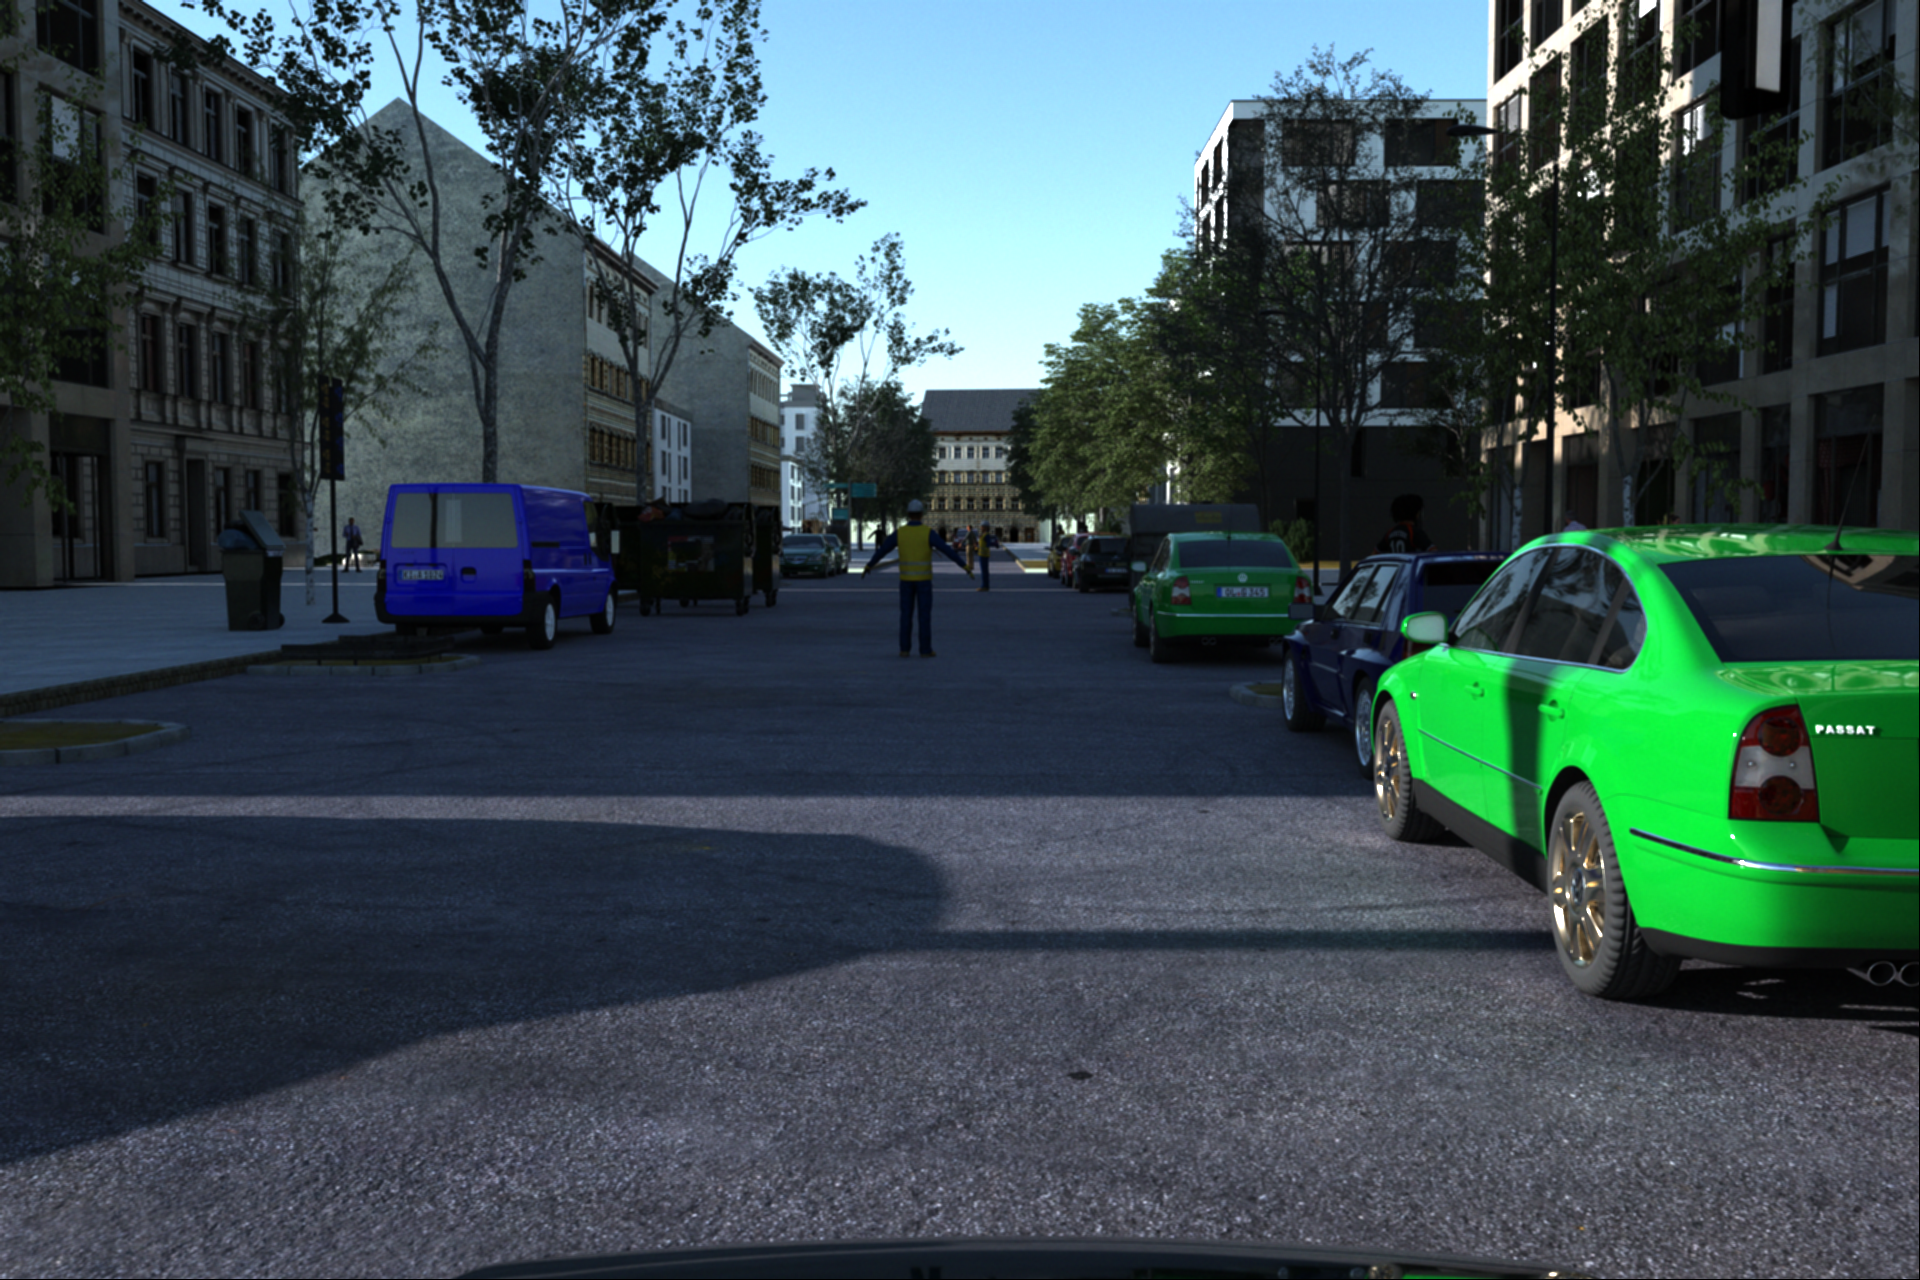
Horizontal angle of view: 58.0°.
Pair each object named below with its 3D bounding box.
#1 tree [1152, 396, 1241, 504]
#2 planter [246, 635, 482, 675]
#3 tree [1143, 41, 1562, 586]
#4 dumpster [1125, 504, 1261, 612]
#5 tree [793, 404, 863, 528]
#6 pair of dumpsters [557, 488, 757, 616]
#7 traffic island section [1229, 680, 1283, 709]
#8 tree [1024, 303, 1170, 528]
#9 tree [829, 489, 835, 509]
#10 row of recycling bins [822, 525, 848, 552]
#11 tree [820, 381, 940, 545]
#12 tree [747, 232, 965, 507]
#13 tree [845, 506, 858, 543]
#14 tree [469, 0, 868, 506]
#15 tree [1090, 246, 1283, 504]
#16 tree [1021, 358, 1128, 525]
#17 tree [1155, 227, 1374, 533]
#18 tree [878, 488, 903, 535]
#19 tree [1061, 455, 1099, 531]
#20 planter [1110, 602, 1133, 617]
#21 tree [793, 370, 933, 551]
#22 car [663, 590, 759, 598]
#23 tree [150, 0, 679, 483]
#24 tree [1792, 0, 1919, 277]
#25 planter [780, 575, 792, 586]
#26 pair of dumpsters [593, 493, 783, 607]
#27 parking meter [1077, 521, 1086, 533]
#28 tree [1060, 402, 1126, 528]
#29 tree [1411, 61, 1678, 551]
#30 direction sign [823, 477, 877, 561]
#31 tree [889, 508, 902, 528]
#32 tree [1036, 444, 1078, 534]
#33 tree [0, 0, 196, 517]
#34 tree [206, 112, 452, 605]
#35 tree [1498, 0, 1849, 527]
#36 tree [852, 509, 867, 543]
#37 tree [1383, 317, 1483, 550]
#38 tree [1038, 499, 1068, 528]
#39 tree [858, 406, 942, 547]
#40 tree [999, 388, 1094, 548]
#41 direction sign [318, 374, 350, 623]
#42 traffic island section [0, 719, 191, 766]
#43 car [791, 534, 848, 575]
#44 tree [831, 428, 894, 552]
[{"bbox_3d":[10.159,-7.820,78.215,4.360,8.622,3.978,0,3,0],"label":"tree"},{"bbox_3d":[-6.255,0.158,18.564,1.991,0.319,1.994,0,4,1],"label":"planter"},{"bbox_3d":[9.637,-8.118,43.099,12.009,13.543,11.850,0,3,0],"label":"tree"},{"bbox_3d":[3.330,-1.013,24.777,1.865,1.857,1.264,0,4,1],"label":"dumpster"},{"bbox_3d":[-7.332,-9.043,98.218,4.360,8.622,3.978,0,3,0],"label":"tree"},{"bbox_3d":[-5.869,-1.568,30.595,4.436,2.255,1.574,0,4,1],"label":"pair of dumpsters"},{"bbox_3d":[3.377,0.482,14.987,1.991,0.108,1.994,0,4,1],"label":"traffic island section"},{"bbox_3d":[7.007,-10.234,85.451,7.486,12.596,7.792,0,3,0],"label":"tree"},{"bbox_3d":[-23.346,-21.524,262.290,12.009,13.543,11.850,0,3,0],"label":"tree"},{"bbox_3d":[-5.564,-4.310,77.576,1.069,1.692,3.534,0,4,2],"label":"row of recycling bins"},{"bbox_3d":[-6.484,-14.517,144.000,9.857,13.997,8.962,0,3,0],"label":"tree"},{"bbox_3d":[-6.514,-15.450,108.503,12.611,20.169,13.585,0,3,0],"label":"tree"},{"bbox_3d":[-15.045,-18.653,255.335,4.360,8.622,3.978,0,3,0],"label":"tree"},{"bbox_3d":[-9.661,-12.415,58.868,12.611,20.169,13.585,0,3,0],"label":"tree"},{"bbox_3d":[9.117,-9.248,69.336,7.486,12.596,7.792,0,3,0],"label":"tree"},{"bbox_3d":[7.876,-11.885,112.451,7.486,12.596,7.792,0,3,0],"label":"tree"},{"bbox_3d":[10.335,-8.139,58.831,9.928,11.665,9.643,0,3,0],"label":"tree"},{"bbox_3d":[-6.309,-12.415,153.350,4.360,8.622,3.978,0,3,0],"label":"tree"},{"bbox_3d":[8.148,-10.398,120.363,4.360,8.622,3.978,0,3,0],"label":"tree"},{"bbox_3d":[3.671,-0.583,30.674,1.991,0.319,1.994,0,4,2],"label":"planter"},{"bbox_3d":[-7.499,-13.433,130.000,12.009,13.543,11.850,0,3,0],"label":"tree"},{"bbox_3d":[-5.724,-1.886,39.873,2.155,1.783,4.494,0,4,1],"label":"car"},{"bbox_3d":[-12.891,-11.473,43.468,12.611,20.169,13.585,0,3,0],"label":"tree"},{"bbox_3d":[9.344,-3.847,13.257,4.360,8.622,3.978,0,3,0],"label":"tree"},{"bbox_3d":[-5.710,-1.649,48.094,1.991,0.319,1.994,0,4,2],"label":"planter"},{"bbox_3d":[-5.762,-1.791,34.232,4.436,2.255,1.574,0,4,1],"label":"pair of dumpsters"},{"bbox_3d":[5.200,-4.185,74.136,0.399,1.863,0.255,0,3,0],"label":"parking meter"},{"bbox_3d":[7.590,-8.801,94.262,4.737,8.622,4.395,0,3,0],"label":"tree"},{"bbox_3d":[9.232,-4.759,28.168,4.737,8.622,4.395,0,3,0],"label":"tree"},{"bbox_3d":[-5.146,-5.680,81.623,2.525,3.948,1.411,0,4,2],"label":"direction sign"},{"bbox_3d":[-9.162,-18.926,259.801,4.737,8.622,4.395,0,3,0],"label":"tree"},{"bbox_3d":[8.104,-10.735,125.886,4.360,8.622,3.978,0,3,0],"label":"tree"},{"bbox_3d":[-12.216,-4.365,21.737,4.737,8.622,4.395,0,3,0],"label":"tree"},{"bbox_3d":[-11.937,-4.931,30.988,4.360,8.622,3.978,0,3,0],"label":"tree"},{"bbox_3d":[8.967,-4.428,22.761,4.737,8.622,4.395,0,3,0],"label":"tree"},{"bbox_3d":[-14.202,-19.047,261.774,4.360,8.622,3.978,0,3,0],"label":"tree"},{"bbox_3d":[21.433,-8.395,71.672,7.601,10.594,8.767,-3,5,-44],"label":"tree"},{"bbox_3d":[9.483,-13.182,165.879,4.360,8.622,3.978,0,3,0],"label":"tree"},{"bbox_3d":[-6.552,-16.149,170.687,9.857,13.997,8.962,0,3,0],"label":"tree"},{"bbox_3d":[8.216,-14.860,149.616,9.857,13.997,8.962,0,3,0],"label":"tree"},{"bbox_3d":[-9.054,-2.019,25.015,0.379,3.537,0.876,0,4,0],"label":"direction sign"},{"bbox_3d":[-6.367,0.688,11.617,1.991,0.108,1.994,0,4,1],"label":"traffic island section"},{"bbox_3d":[-5.070,-3.112,62.680,2.131,1.459,4.920,0,4,1],"label":"car"},{"bbox_3d":[-7.331,-10.434,120.956,4.360,8.622,3.978,0,3,0],"label":"tree"}]
